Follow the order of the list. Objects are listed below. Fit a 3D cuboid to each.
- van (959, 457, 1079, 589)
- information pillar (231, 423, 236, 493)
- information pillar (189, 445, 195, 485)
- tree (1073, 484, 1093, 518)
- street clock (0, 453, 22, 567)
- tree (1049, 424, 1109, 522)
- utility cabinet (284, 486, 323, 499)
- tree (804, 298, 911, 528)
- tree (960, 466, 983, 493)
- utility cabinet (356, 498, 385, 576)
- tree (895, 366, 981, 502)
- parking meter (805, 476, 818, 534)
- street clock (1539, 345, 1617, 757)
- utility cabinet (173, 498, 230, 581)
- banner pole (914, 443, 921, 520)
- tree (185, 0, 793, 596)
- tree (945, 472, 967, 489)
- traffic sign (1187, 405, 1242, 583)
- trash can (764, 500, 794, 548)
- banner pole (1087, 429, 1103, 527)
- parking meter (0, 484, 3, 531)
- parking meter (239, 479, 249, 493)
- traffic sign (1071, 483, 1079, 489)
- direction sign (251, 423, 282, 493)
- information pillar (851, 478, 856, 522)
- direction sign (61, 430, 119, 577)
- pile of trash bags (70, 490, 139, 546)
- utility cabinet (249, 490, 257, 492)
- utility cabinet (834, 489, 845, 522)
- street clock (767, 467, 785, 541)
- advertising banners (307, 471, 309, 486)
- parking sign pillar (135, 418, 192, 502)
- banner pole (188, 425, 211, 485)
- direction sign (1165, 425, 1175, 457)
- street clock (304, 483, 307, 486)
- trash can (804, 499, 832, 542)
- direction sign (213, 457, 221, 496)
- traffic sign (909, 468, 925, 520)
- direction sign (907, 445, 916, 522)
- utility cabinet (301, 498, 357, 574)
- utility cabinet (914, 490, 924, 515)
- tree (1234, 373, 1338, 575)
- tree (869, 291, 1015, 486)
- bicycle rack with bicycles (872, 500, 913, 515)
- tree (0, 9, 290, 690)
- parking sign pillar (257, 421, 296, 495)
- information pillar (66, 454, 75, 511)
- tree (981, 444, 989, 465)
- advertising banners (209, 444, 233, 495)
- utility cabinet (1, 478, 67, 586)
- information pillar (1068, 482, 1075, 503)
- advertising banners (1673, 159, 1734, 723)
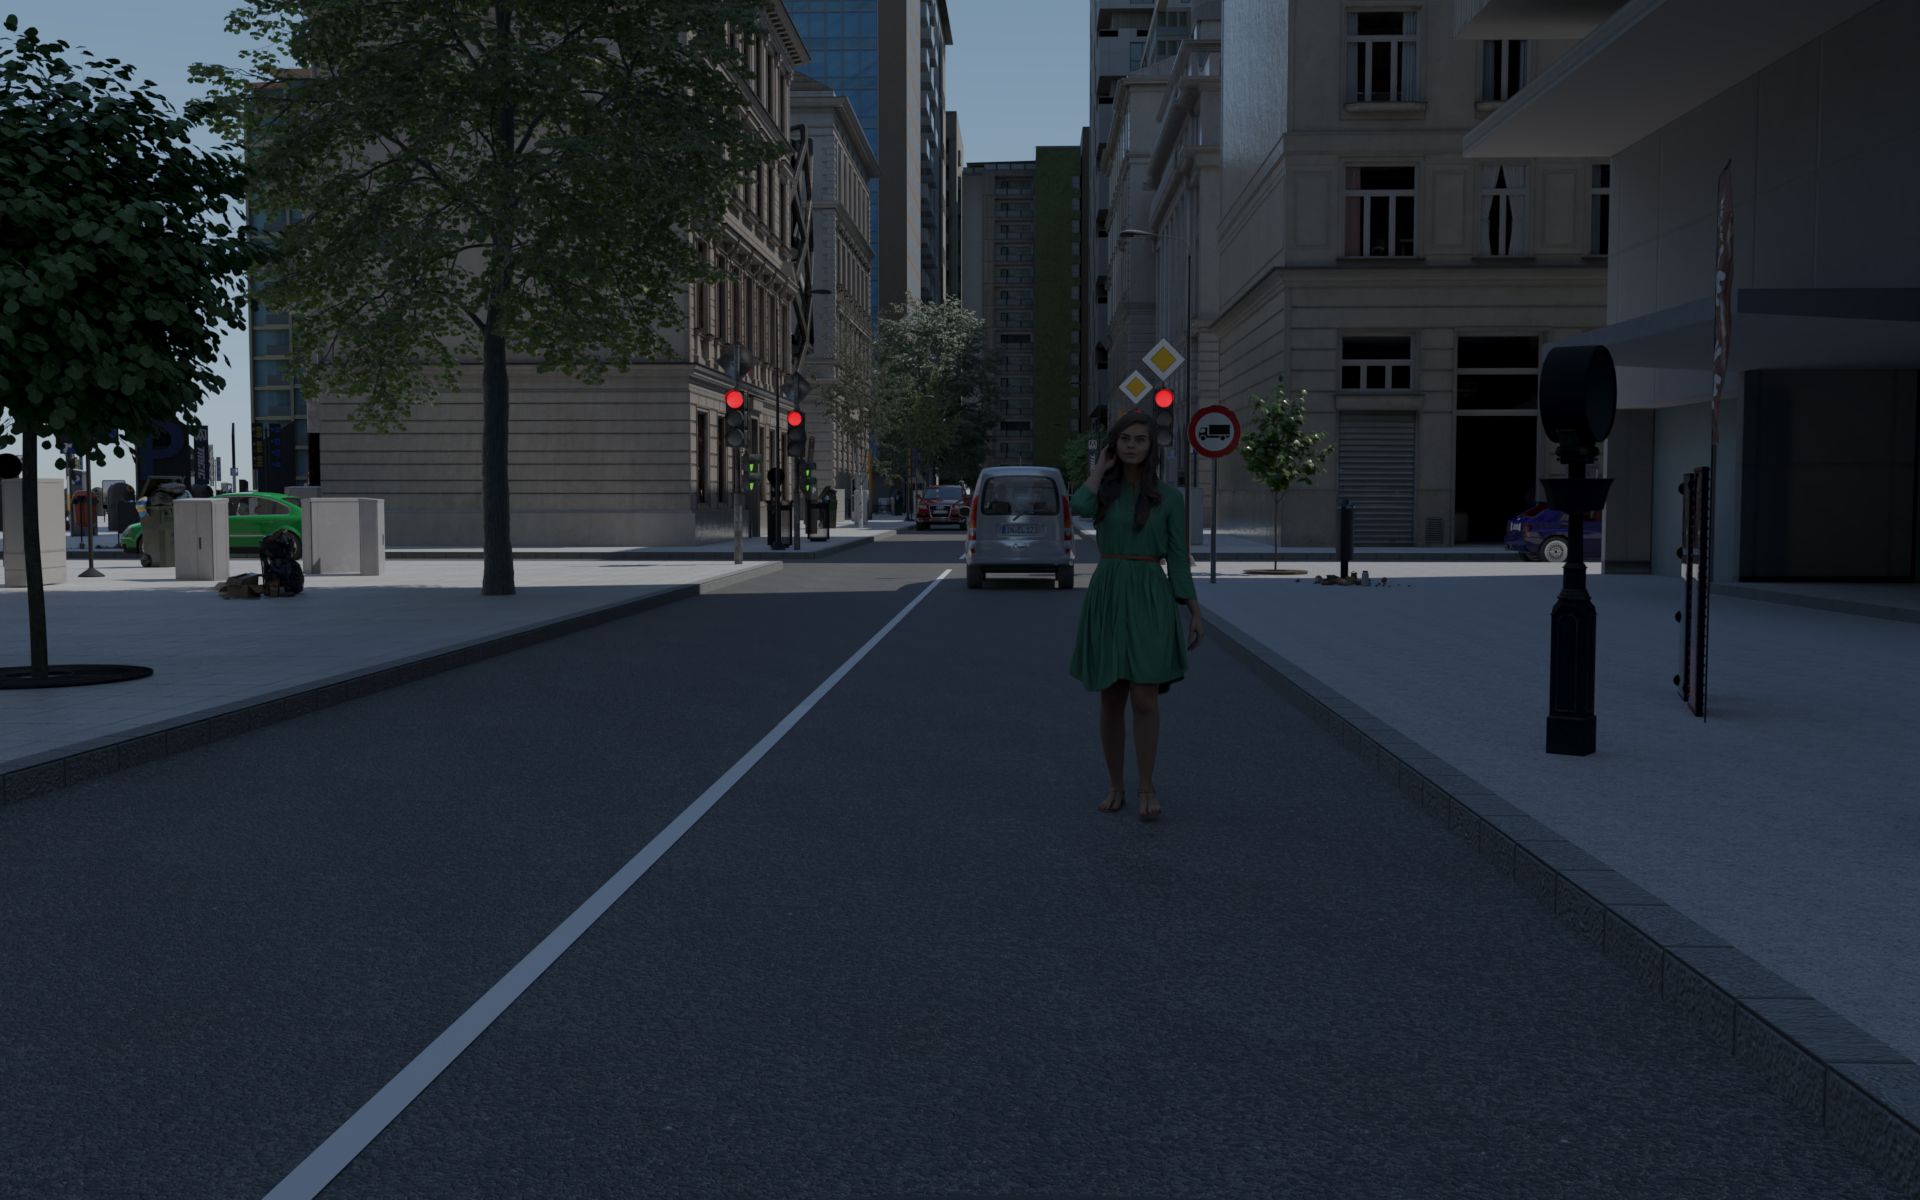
[{"bbox_3d":[0.965,-1.261,27.630,2.013,2.044,4.112,0,4,2],"label":"van"},{"bbox_3d":[-23.738,-3.993,56.645,0.183,3.616,0.504,-1,4,-20],"label":"information pillar"},{"bbox_3d":[-36.565,-5.587,82.698,0.504,3.616,0.183,1,4,13],"label":"information pillar"},{"bbox_3d":[6.651,-5.960,92.042,1.663,3.219,1.824,0,3,0],"label":"tree"},{"bbox_3d":[-16.830,-1.593,30.617,0.471,2.002,0.358,-3,4,-38],"label":"street clock"},{"bbox_3d":[6.452,-6.150,84.263,4.285,4.588,4.351,0,3,0],"label":"tree"},{"bbox_3d":[-18.854,-2.516,49.817,1.173,1.500,0.318,1,4,21],"label":"utility cabinet"},{"bbox_3d":[-3.710,-6.975,64.403,4.360,8.622,3.978,0,3,0],"label":"tree"},{"bbox_3d":[1.572,-12.155,182.445,4.285,4.588,4.351,0,3,0],"label":"tree"},{"bbox_3d":[-9.357,-1.005,27.598,0.306,1.237,1.020,-1,4,-13],"label":"utility cabinet"},{"bbox_3d":[-1.979,-9.203,100.837,4.737,8.622,4.395,0,3,0],"label":"tree"},{"bbox_3d":[-4.779,-3.059,55.723,0.255,1.863,0.399,3,4,36],"label":"parking meter"},{"bbox_3d":[3.028,-0.242,8.524,0.358,2.002,0.471,3,4,38],"label":"street clock"},{"bbox_3d":[-11.346,-0.901,25.892,1.020,1.237,0.306,2,4,35],"label":"utility cabinet"},{"bbox_3d":[-2.069,-5.863,85.876,0.401,3.779,0.863,1,4,16],"label":"banner pole"},{"bbox_3d":[-5.485,-6.329,21.605,7.486,12.596,7.792,0,3,0],"label":"tree"},{"bbox_3d":[-0.415,-9.195,144.943,1.663,3.219,1.824,0,3,0],"label":"tree"},{"bbox_3d":[3.642,-1.513,24.839,0.768,2.556,0.104,0,4,7],"label":"traffic sign"},{"bbox_3d":[-4.292,-1.810,41.249,0.748,1.137,0.748,0,3,0],"label":"trash can"},{"bbox_3d":[5.247,-4.699,66.841,0.863,3.779,0.401,-2,4,-31],"label":"banner pole"},{"bbox_3d":[-33.211,-3.329,60.134,0.255,1.863,0.399,-1,4,-13],"label":"parking meter"},{"bbox_3d":[-28.308,-3.840,68.493,0.255,1.863,0.399,0,4,-1],"label":"parking meter"},{"bbox_3d":[6.837,-6.131,100.247,0.884,2.594,0.081,1,4,9],"label":"traffic sign"},{"bbox_3d":[-22.136,-3.874,55.338,0.876,3.537,0.379,-2,4,-24],"label":"direction sign"},{"bbox_3d":[-4.855,-4.661,80.694,0.304,2.012,0.304,2,4,24],"label":"information pillar"},{"bbox_3d":[-13.445,-2.123,26.705,0.876,3.537,0.379,-1,4,-21],"label":"direction sign"},{"bbox_3d":[-20.438,-2.055,43.348,3.447,1.369,1.912,0,4,-5],"label":"pile of trash bags"},{"bbox_3d":[-38.977,-5.350,96.157,1.173,1.500,0.318,0,4,-4],"label":"utility cabinet"},{"bbox_3d":[-5.724,-4.277,78.609,0.318,1.500,1.173,2,4,35],"label":"utility cabinet"},{"bbox_3d":[-4.977,-2.588,46.886,0.471,2.002,0.358,-1,4,-14],"label":"street clock"},{"bbox_3d":[-41.758,-7.039,111.280,2.074,3.025,0.090,0,4,4],"label":"advertising banners"},{"bbox_3d":[-21.021,-3.499,45.687,1.447,3.967,1.447,-2,4,-33],"label":"parking sign pillar"},{"bbox_3d":[-24.319,-3.985,55.168,0.863,3.779,0.401,-3,5,-41],"label":"banner pole"},{"bbox_3d":[6.748,-3.932,56.292,0.379,3.537,0.876,3,4,36],"label":"direction sign"},{"bbox_3d":[-41.631,-6.479,110.503,0.471,2.002,0.358,3,5,39],"label":"street clock"},{"bbox_3d":[-3.821,-2.145,46.724,0.748,1.137,0.748,0,3,0],"label":"trash can"},{"bbox_3d":[-45.212,-6.925,105.217,0.379,3.537,0.876,1,4,22],"label":"direction sign"},{"bbox_3d":[-2.138,-5.155,84.287,0.884,2.594,0.081,0,4,6],"label":"traffic sign"},{"bbox_3d":[-2.257,-5.434,80.835,0.379,3.537,0.876,-2,4,-26],"label":"direction sign"},{"bbox_3d":[-10.185,-1.043,28.207,0.306,1.237,1.020,3,4,38],"label":"utility cabinet"},{"bbox_3d":[-2.438,-5.944,105.860,0.318,1.500,1.173,-2,4,-28],"label":"utility cabinet"},{"bbox_3d":[5.212,-2.029,27.771,1.663,3.219,1.824,0,3,0],"label":"tree"},{"bbox_3d":[-1.632,-12.402,109.435,9.857,13.997,8.962,0,3,0],"label":"tree"},{"bbox_3d":[-4.367,-5.776,107.818,2.925,0.926,2.852,-1,4,-16],"label":"bicycle rack with bicycles"},{"bbox_3d":[-6.347,-1.728,11.971,4.285,4.588,4.351,0,3,0],"label":"tree"},{"bbox_3d":[-24.897,-4.562,63.061,1.447,3.967,1.447,-2,4,-27],"label":"parking sign pillar"},{"bbox_3d":[-41.740,-5.504,81.349,0.183,3.616,0.504,1,4,15],"label":"information pillar"},{"bbox_3d":[1.047,-13.489,170.909,4.737,8.622,4.395,0,3,0],"label":"tree"},{"bbox_3d":[-25.844,-3.932,60.480,0.090,3.025,2.074,-3,5,-44],"label":"advertising banners"},{"bbox_3d":[-12.942,-0.950,24.208,0.318,1.500,1.173,0,4,-3],"label":"utility cabinet"},{"bbox_3d":[6.902,-6.279,107.160,0.304,2.012,0.304,3,4,36],"label":"information pillar"},{"bbox_3d":[4.335,-0.852,10.118,0.090,3.025,2.074,1,4,18],"label":"advertising banners"}]
